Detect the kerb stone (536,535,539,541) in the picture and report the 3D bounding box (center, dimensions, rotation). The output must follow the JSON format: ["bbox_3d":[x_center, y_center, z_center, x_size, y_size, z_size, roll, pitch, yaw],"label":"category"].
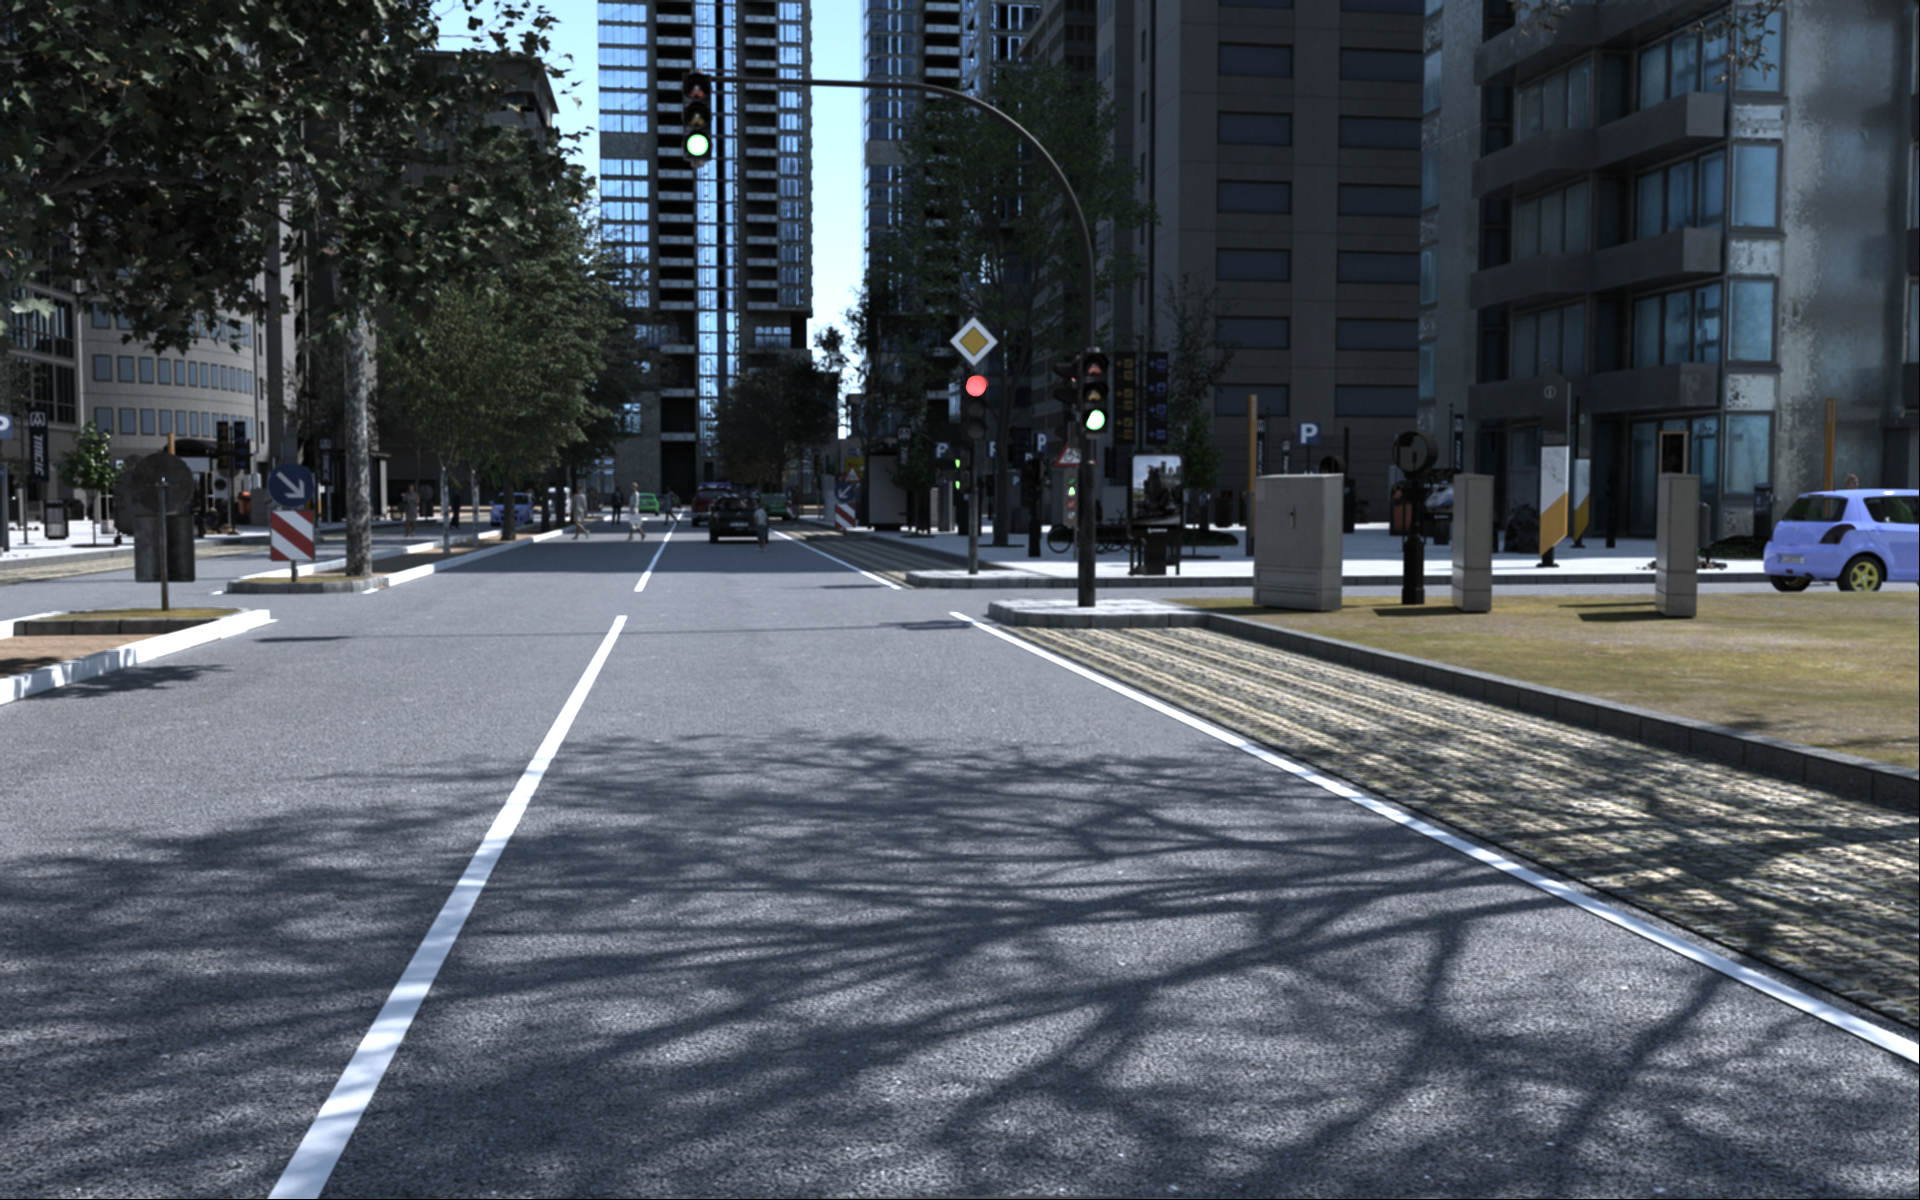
[{"bbox_3d":[-12.718,-1.798,51.599,0.120,0.150,1.000,-1,4,-9],"label":"kerb stone"}]

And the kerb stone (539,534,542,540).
[{"bbox_3d":[-12.882,-1.856,52.612,0.120,0.150,1.000,-1,4,-9],"label":"kerb stone"}]

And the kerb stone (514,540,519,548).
[{"bbox_3d":[-11.783,-1.427,45.524,0.120,0.150,1.000,-1,4,-9],"label":"kerb stone"}]

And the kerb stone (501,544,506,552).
[{"bbox_3d":[-11.318,-1.241,42.493,0.120,0.150,1.000,-1,4,-9],"label":"kerb stone"}]

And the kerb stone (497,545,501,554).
[{"bbox_3d":[-11.160,-1.179,41.476,0.120,0.150,1.000,-1,4,-9],"label":"kerb stone"}]

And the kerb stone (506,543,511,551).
[{"bbox_3d":[-11.467,-1.302,43.504,0.120,0.150,1.000,-1,4,-9],"label":"kerb stone"}]

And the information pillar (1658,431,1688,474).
[{"bbox_3d":[8.349,-0.968,20.321,0.304,2.012,0.304,2,4,25],"label":"information pillar"}]

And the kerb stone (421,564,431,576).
[{"bbox_3d":[-9.440,-0.498,30.334,0.120,0.150,1.000,-1,4,-9],"label":"kerb stone"}]

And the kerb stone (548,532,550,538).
[{"bbox_3d":[-13.353,-2.047,55.657,0.120,0.150,1.000,-1,4,-9],"label":"kerb stone"}]

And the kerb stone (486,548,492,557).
[{"bbox_3d":[-10.846,-1.055,39.449,0.120,0.150,1.000,-1,4,-9],"label":"kerb stone"}]

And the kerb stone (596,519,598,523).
[{"bbox_3d":[-17.581,-3.723,83.065,0.120,0.150,1.000,-1,4,-9],"label":"kerb stone"}]

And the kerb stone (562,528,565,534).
[{"bbox_3d":[-14.288,-2.413,61.751,0.120,0.150,1.000,-1,4,-9],"label":"kerb stone"}]

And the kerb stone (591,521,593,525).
[{"bbox_3d":[-16.961,-3.472,79.004,0.120,0.150,1.000,-1,4,-9],"label":"kerb stone"}]

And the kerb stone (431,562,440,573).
[{"bbox_3d":[-9.600,-0.560,31.356,0.120,0.150,1.000,-1,4,-9],"label":"kerb stone"}]

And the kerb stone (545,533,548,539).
[{"bbox_3d":[-13.193,-1.983,54.639,0.120,0.150,1.000,-1,4,-9],"label":"kerb stone"}]

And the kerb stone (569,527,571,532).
[{"bbox_3d":[-14.763,-2.606,64.796,0.120,0.150,1.000,-1,4,-9],"label":"kerb stone"}]

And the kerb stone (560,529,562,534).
[{"bbox_3d":[-14.137,-2.357,60.740,0.120,0.150,1.000,-1,4,-9],"label":"kerb stone"}]

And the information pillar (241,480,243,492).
[{"bbox_3d":[-37.515,-5.278,90.789,0.304,2.012,0.304,-2,4,-24],"label":"information pillar"}]

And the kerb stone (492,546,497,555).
[{"bbox_3d":[-11.002,-1.117,40.460,0.120,0.150,1.000,-1,4,-9],"label":"kerb stone"}]

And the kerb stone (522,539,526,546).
[{"bbox_3d":[-12.097,-1.551,47.548,0.120,0.150,1.000,-1,4,-9],"label":"kerb stone"}]

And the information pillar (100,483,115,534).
[{"bbox_3d":[-27.264,-3.112,55.378,0.304,2.012,0.304,1,4,19],"label":"information pillar"}]

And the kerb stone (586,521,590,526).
[{"bbox_3d":[-16.648,-3.350,76.970,0.120,0.150,1.000,-1,4,-9],"label":"kerb stone"}]

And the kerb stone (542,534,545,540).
[{"bbox_3d":[-13.038,-1.921,53.629,0.120,0.150,1.000,-1,4,-9],"label":"kerb stone"}]

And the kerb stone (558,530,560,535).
[{"bbox_3d":[-13.983,-2.293,59.719,0.120,0.150,1.000,-1,4,-9],"label":"kerb stone"}]

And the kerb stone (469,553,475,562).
[{"bbox_3d":[-10.378,-0.861,36.419,0.120,0.150,1.000,-1,4,-9],"label":"kerb stone"}]

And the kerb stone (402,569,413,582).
[{"bbox_3d":[-9.121,-0.373,28.298,0.120,0.150,1.000,-1,4,-9],"label":"kerb stone"}]

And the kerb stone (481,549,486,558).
[{"bbox_3d":[-10.691,-0.993,38.439,0.120,0.150,1.000,-1,4,-9],"label":"kerb stone"}]

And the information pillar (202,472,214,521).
[{"bbox_3d":[-24.708,-3.202,56.851,0.304,2.012,0.304,2,4,26],"label":"information pillar"}]

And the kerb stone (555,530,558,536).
[{"bbox_3d":[-13.823,-2.231,58.707,0.120,0.150,1.000,-1,4,-9],"label":"kerb stone"}]

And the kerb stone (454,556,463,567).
[{"bbox_3d":[-10.058,-0.746,34.398,0.120,0.150,1.000,-1,4,-9],"label":"kerb stone"}]

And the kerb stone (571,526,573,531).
[{"bbox_3d":[-14.915,-2.668,65.811,0.120,0.150,1.000,-1,4,-9],"label":"kerb stone"}]

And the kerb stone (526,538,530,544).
[{"bbox_3d":[-12.252,-1.612,48.568,0.120,0.150,1.000,-1,4,-9],"label":"kerb stone"}]

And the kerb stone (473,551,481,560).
[{"bbox_3d":[-10.536,-0.932,37.428,0.120,0.150,1.000,-1,4,-9],"label":"kerb stone"}]

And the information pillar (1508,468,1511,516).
[{"bbox_3d":[15.549,-2.696,48.568,0.304,2.012,0.304,1,4,10],"label":"information pillar"}]

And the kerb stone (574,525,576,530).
[{"bbox_3d":[-15.234,-2.791,67.845,0.120,0.150,1.000,-1,4,-9],"label":"kerb stone"}]

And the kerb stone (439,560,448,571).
[{"bbox_3d":[-9.756,-0.622,32.370,0.120,0.150,1.000,-1,4,-9],"label":"kerb stone"}]

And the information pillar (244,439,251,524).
[{"bbox_3d":[-30.210,-5.021,73.443,0.504,3.616,0.183,3,5,42],"label":"information pillar"}]

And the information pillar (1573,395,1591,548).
[{"bbox_3d":[14.803,-3.050,41.228,0.504,3.616,0.183,-2,4,-35],"label":"information pillar"}]

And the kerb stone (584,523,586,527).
[{"bbox_3d":[-16.175,-3.164,73.935,0.120,0.150,1.000,-1,4,-9],"label":"kerb stone"}]

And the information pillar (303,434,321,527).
[{"bbox_3d":[-25.277,-4.648,67.352,0.504,3.616,0.183,1,4,13],"label":"information pillar"}]

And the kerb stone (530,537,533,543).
[{"bbox_3d":[-12.413,-1.675,49.577,0.120,0.150,1.000,-1,4,-9],"label":"kerb stone"}]

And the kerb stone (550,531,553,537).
[{"bbox_3d":[-13.518,-2.106,56.677,0.120,0.150,1.000,-1,4,-9],"label":"kerb stone"}]

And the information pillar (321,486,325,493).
[{"bbox_3d":[-34.585,-6.257,93.654,0.183,3.616,0.504,2,4,28],"label":"information pillar"}]

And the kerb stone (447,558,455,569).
[{"bbox_3d":[-9.907,-0.684,33.384,0.120,0.150,1.000,-1,4,-9],"label":"kerb stone"}]

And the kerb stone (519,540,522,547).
[{"bbox_3d":[-11.942,-1.489,46.536,0.120,0.150,1.000,-1,4,-9],"label":"kerb stone"}]

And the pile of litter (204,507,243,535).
[{"bbox_3d":[-23.674,-2.534,55.395,1.176,0.858,1.719,2,4,33],"label":"pile of litter"}]

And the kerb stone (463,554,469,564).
[{"bbox_3d":[-10.221,-0.808,35.408,0.120,0.150,1.000,-1,4,-9],"label":"kerb stone"}]

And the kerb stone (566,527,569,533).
[{"bbox_3d":[-14.602,-2.544,63.786,0.120,0.150,1.000,-1,4,-9],"label":"kerb stone"}]

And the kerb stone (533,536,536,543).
[{"bbox_3d":[-12.575,-1.736,50.587,0.120,0.150,1.000,-1,4,-9],"label":"kerb stone"}]

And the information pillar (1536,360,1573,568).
[{"bbox_3d":[10.378,-2.379,30.251,0.183,3.616,0.504,-3,5,-43],"label":"information pillar"}]

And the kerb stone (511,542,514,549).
[{"bbox_3d":[-11.632,-1.363,44.513,0.120,0.150,1.000,-1,4,-9],"label":"kerb stone"}]

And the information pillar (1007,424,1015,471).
[{"bbox_3d":[1.676,-4.094,58.283,0.183,3.616,0.504,-3,5,-42],"label":"information pillar"}]

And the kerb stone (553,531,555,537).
[{"bbox_3d":[-13.668,-2.171,57.693,0.120,0.150,1.000,-1,4,-9],"label":"kerb stone"}]

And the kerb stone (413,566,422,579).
[{"bbox_3d":[-9.285,-0.434,29.313,0.120,0.150,1.000,-1,4,-9],"label":"kerb stone"}]

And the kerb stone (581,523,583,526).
[{"bbox_3d":[-15.861,-3.041,71.912,0.120,0.150,1.000,-1,4,-9],"label":"kerb stone"}]
